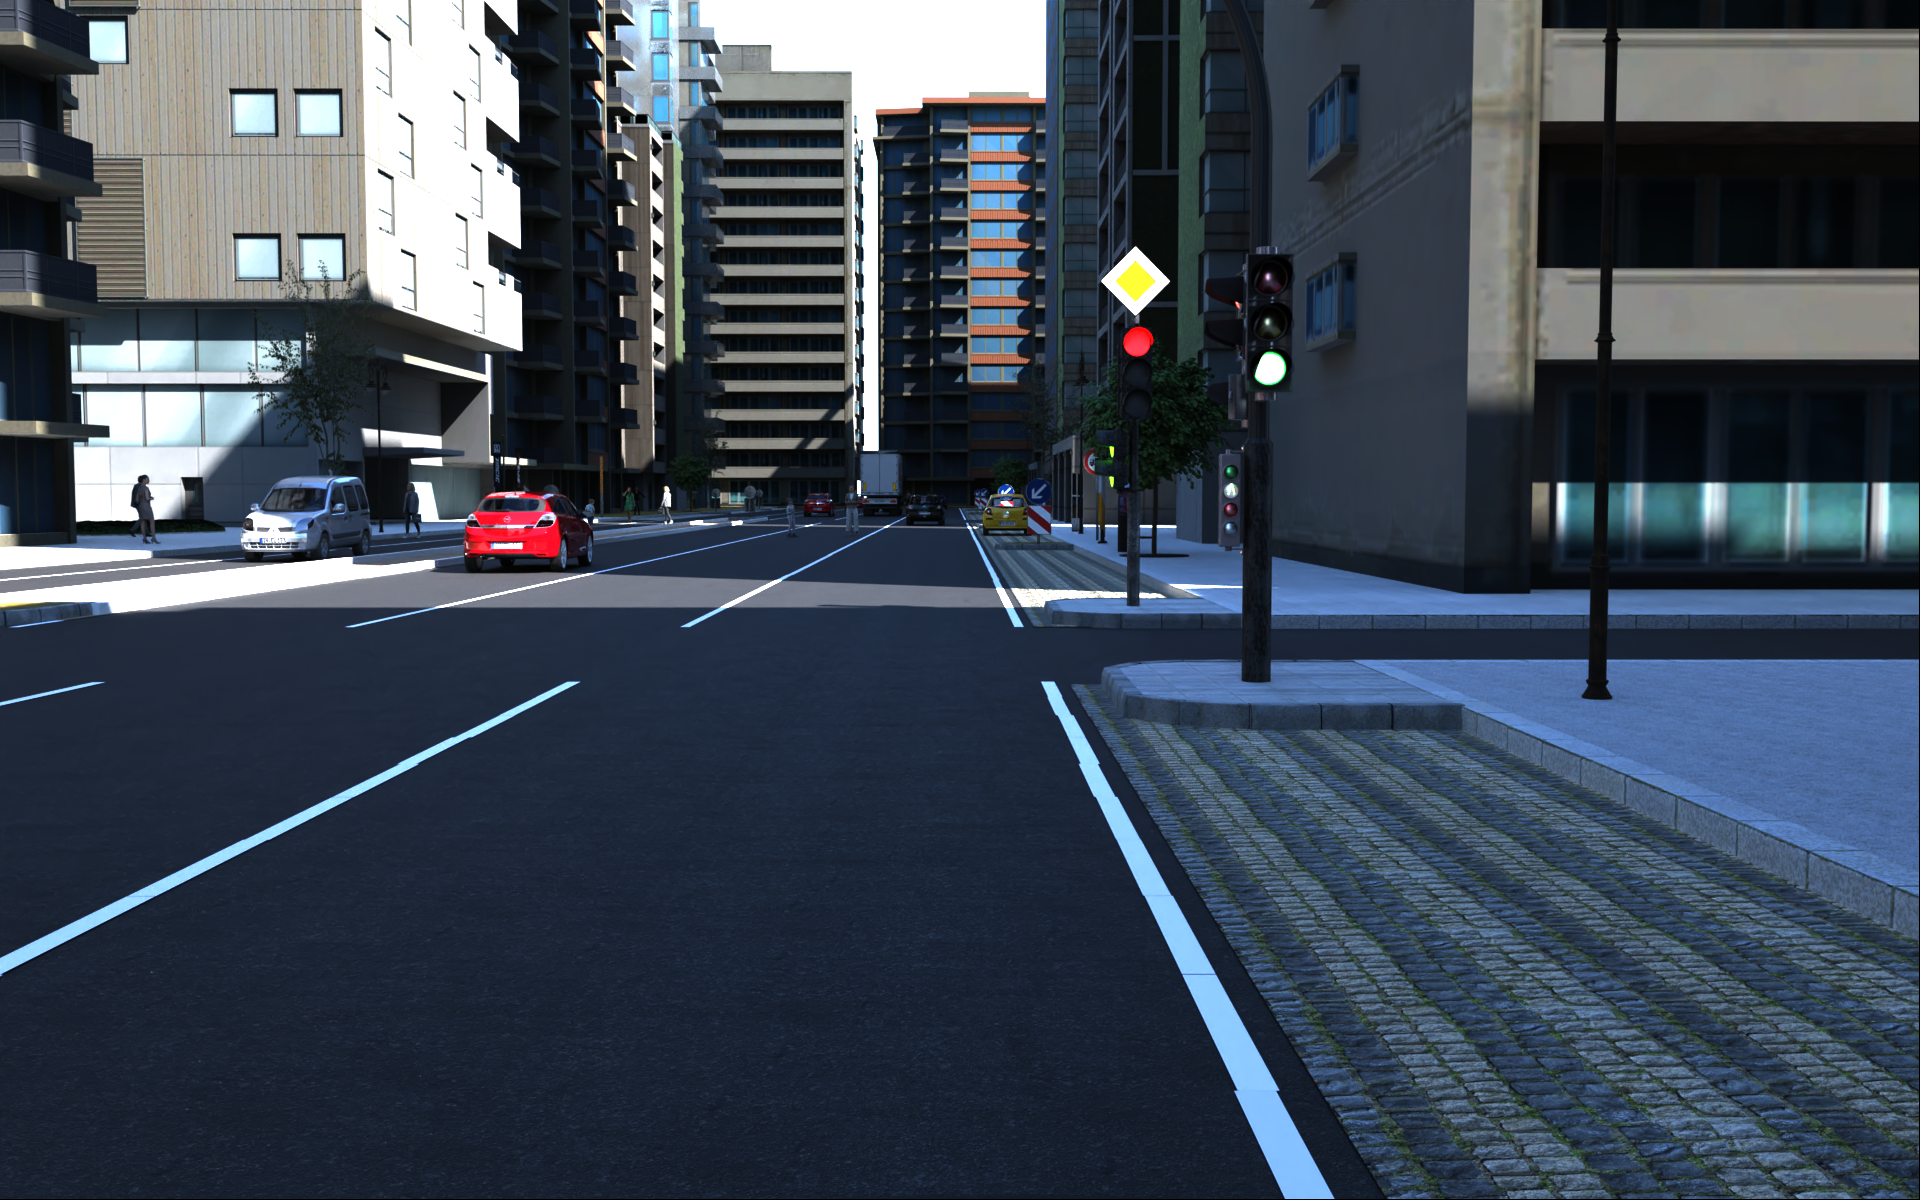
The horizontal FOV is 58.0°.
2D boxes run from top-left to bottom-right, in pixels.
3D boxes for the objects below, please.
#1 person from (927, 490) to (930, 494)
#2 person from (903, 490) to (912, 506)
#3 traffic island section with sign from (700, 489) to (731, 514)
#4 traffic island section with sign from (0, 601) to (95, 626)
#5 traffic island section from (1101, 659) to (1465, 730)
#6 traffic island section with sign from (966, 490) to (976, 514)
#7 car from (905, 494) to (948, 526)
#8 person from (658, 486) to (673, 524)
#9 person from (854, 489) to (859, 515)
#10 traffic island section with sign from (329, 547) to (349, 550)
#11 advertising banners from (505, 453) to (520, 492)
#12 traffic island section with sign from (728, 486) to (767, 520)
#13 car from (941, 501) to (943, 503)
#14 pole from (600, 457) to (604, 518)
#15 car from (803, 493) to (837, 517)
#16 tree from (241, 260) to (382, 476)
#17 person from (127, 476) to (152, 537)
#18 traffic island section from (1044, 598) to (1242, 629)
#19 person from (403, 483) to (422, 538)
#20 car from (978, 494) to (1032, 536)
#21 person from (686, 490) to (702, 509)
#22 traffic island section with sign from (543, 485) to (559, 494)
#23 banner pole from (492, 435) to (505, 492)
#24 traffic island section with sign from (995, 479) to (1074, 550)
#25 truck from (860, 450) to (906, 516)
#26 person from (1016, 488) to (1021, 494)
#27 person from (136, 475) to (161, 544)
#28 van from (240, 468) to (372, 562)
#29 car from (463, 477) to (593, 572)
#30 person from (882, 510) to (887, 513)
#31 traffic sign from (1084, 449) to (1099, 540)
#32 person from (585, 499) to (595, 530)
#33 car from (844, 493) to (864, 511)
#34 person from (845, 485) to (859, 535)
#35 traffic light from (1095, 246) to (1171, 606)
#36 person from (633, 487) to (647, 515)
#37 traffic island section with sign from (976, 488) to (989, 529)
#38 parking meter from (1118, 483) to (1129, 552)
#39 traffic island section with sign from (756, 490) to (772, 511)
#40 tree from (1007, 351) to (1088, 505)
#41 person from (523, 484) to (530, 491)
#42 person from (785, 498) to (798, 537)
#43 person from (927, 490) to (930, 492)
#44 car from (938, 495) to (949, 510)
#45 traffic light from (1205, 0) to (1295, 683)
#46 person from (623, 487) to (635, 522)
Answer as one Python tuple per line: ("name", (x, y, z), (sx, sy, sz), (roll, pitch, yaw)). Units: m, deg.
("person", (-2.587, -7.966, 139.458), (1.217, 1.735, 0.721), (1, 4, 23))
("person", (-4.948, -9.546, 164.595), (0.705, 1.823, 1.348), (-3, 4, -38))
("traffic island section with sign", (-17.265, -6.968, 122.547), (1.989, 1.847, 2.006), (0, 4, 0))
("traffic island section with sign", (-11.204, -0.695, 19.493), (2.006, 1.907, 1.989), (0, 4, 0))
("traffic island section", (2.046, 0.635, 11.906), (2.009, 0.180, 2.903), (0, 4, 0))
("traffic island section with sign", (1.566, -6.912, 121.644), (1.989, 1.847, 2.006), (0, 4, 0))
("car", (-1.585, -4.310, 80.254), (2.009, 1.686, 4.222), (0, 4, 1))
("person", (-13.829, -4.453, 81.483), (0.728, 1.800, 0.709), (2, 4, 29))
("person", (-7.162, -6.812, 120.398), (0.750, 1.759, 0.617), (3, 5, 41))
("traffic island section with sign", (-16.923, -2.204, 44.670), (1.989, 1.847, 2.006), (0, 4, 0))
("advertising banners", (-18.820, -4.694, 72.942), (0.090, 3.025, 2.074), (0, 4, 4))
("traffic island section with sign", (-11.548, -5.290, 94.631), (2.006, 1.907, 1.989), (0, 4, 0))
("car", (-2.087, -6.039, 111.312), (1.945, 1.354, 3.894), (0, 4, 0))
("pole", (-19.595, -6.170, 94.720), (0.158, 3.312, 0.155), (0, 3, 0))
("car", (-8.957, -6.210, 110.578), (2.155, 1.783, 4.494), (0, 4, 0))
("tree", (-19.773, -6.322, 53.731), (4.360, 8.622, 3.978), (0, 3, 0))
("person", (-24.424, -2.783, 51.643), (0.679, 1.850, 0.850), (3, 4, 38))
("traffic island section", (2.010, 0.146, 19.891), (2.009, 0.180, 2.903), (0, 4, 0))
("person", (-17.724, -2.906, 56.201), (0.709, 1.800, 0.728), (1, 4, 23))
("car", (1.634, -3.082, 60.616), (2.015, 1.641, 3.980), (0, 4, 1))
("person", (-22.283, -8.507, 145.138), (1.348, 1.824, 0.705), (-1, 4, -18))
("traffic island section with sign", (-17.042, -3.869, 71.894), (1.989, 1.847, 2.006), (0, 4, 0))
("banner pole", (-19.332, -5.064, 72.815), (0.401, 3.779, 0.863), (2, 4, 28))
("traffic island section with sign", (1.901, -2.219, 44.909), (1.989, 1.847, 2.006), (0, 4, 0))
("truck", (-5.168, -7.806, 116.537), (2.839, 4.237, 11.283), (0, 3, 0))
("person", (3.872, -6.746, 117.163), (0.721, 1.723, 1.217), (-1, 4, -17))
("person", (-21.006, -2.350, 44.804), (0.599, 1.781, 0.374), (2, 4, 35))
("van", (-14.286, -1.891, 37.935), (2.013, 2.044, 4.112), (0, 4, -1))
("car", (-8.216, -1.481, 33.248), (2.155, 1.783, 4.494), (0, 4, -2))
("person", (-5.698, -7.487, 130.878), (1.348, 1.831, 0.705), (0, 4, -1))
("traffic sign", (3.799, -2.919, 47.827), (0.768, 2.556, 0.104), (0, 4, 4))
("person", (-13.562, -3.076, 63.484), (0.332, 1.250, 0.352), (2, 4, 24))
("car", (-9.048, -8.641, 150.326), (2.155, 1.783, 4.494), (0, 4, -2))
("person", (-3.765, -3.134, 60.295), (0.519, 1.759, 0.362), (0, 4, 7))
("traffic light", (1.970, -1.887, 19.777), (0.839, 4.253, 0.868), (0, 4, 0))
("person", (-19.630, -6.011, 105.146), (1.217, 1.723, 0.721), (0, 4, -5))
("traffic island section with sign", (1.783, -3.868, 71.864), (1.989, 1.847, 2.006), (0, 4, 0))
("parking meter", (3.689, -1.837, 38.442), (0.372, 1.533, 0.369), (0, 3, 0))
("traffic island section with sign", (-17.379, -8.658, 150.189), (1.989, 1.847, 2.006), (0, 4, 0))
("tree", (4.603, -8.533, 89.883), (4.360, 8.622, 3.978), (0, 3, 0))
("person", (-23.661, -5.394, 94.349), (0.853, 1.813, 0.709), (1, 4, 13))
("person", (-5.597, -2.748, 57.703), (0.394, 1.301, 0.425), (1, 4, 12))
("person", (-2.995, -9.709, 166.867), (0.705, 1.869, 1.348), (-2, 4, -29))
("car", (-2.029, -9.142, 162.052), (1.945, 1.354, 3.894), (0, 4, 0))
("traffic light", (-0.086, -2.261, 11.641), (4.771, 5.953, 1.251), (0, 4, 0))
("person", (-16.816, -4.856, 88.145), (0.600, 1.795, 0.529), (0, 4, -3))
